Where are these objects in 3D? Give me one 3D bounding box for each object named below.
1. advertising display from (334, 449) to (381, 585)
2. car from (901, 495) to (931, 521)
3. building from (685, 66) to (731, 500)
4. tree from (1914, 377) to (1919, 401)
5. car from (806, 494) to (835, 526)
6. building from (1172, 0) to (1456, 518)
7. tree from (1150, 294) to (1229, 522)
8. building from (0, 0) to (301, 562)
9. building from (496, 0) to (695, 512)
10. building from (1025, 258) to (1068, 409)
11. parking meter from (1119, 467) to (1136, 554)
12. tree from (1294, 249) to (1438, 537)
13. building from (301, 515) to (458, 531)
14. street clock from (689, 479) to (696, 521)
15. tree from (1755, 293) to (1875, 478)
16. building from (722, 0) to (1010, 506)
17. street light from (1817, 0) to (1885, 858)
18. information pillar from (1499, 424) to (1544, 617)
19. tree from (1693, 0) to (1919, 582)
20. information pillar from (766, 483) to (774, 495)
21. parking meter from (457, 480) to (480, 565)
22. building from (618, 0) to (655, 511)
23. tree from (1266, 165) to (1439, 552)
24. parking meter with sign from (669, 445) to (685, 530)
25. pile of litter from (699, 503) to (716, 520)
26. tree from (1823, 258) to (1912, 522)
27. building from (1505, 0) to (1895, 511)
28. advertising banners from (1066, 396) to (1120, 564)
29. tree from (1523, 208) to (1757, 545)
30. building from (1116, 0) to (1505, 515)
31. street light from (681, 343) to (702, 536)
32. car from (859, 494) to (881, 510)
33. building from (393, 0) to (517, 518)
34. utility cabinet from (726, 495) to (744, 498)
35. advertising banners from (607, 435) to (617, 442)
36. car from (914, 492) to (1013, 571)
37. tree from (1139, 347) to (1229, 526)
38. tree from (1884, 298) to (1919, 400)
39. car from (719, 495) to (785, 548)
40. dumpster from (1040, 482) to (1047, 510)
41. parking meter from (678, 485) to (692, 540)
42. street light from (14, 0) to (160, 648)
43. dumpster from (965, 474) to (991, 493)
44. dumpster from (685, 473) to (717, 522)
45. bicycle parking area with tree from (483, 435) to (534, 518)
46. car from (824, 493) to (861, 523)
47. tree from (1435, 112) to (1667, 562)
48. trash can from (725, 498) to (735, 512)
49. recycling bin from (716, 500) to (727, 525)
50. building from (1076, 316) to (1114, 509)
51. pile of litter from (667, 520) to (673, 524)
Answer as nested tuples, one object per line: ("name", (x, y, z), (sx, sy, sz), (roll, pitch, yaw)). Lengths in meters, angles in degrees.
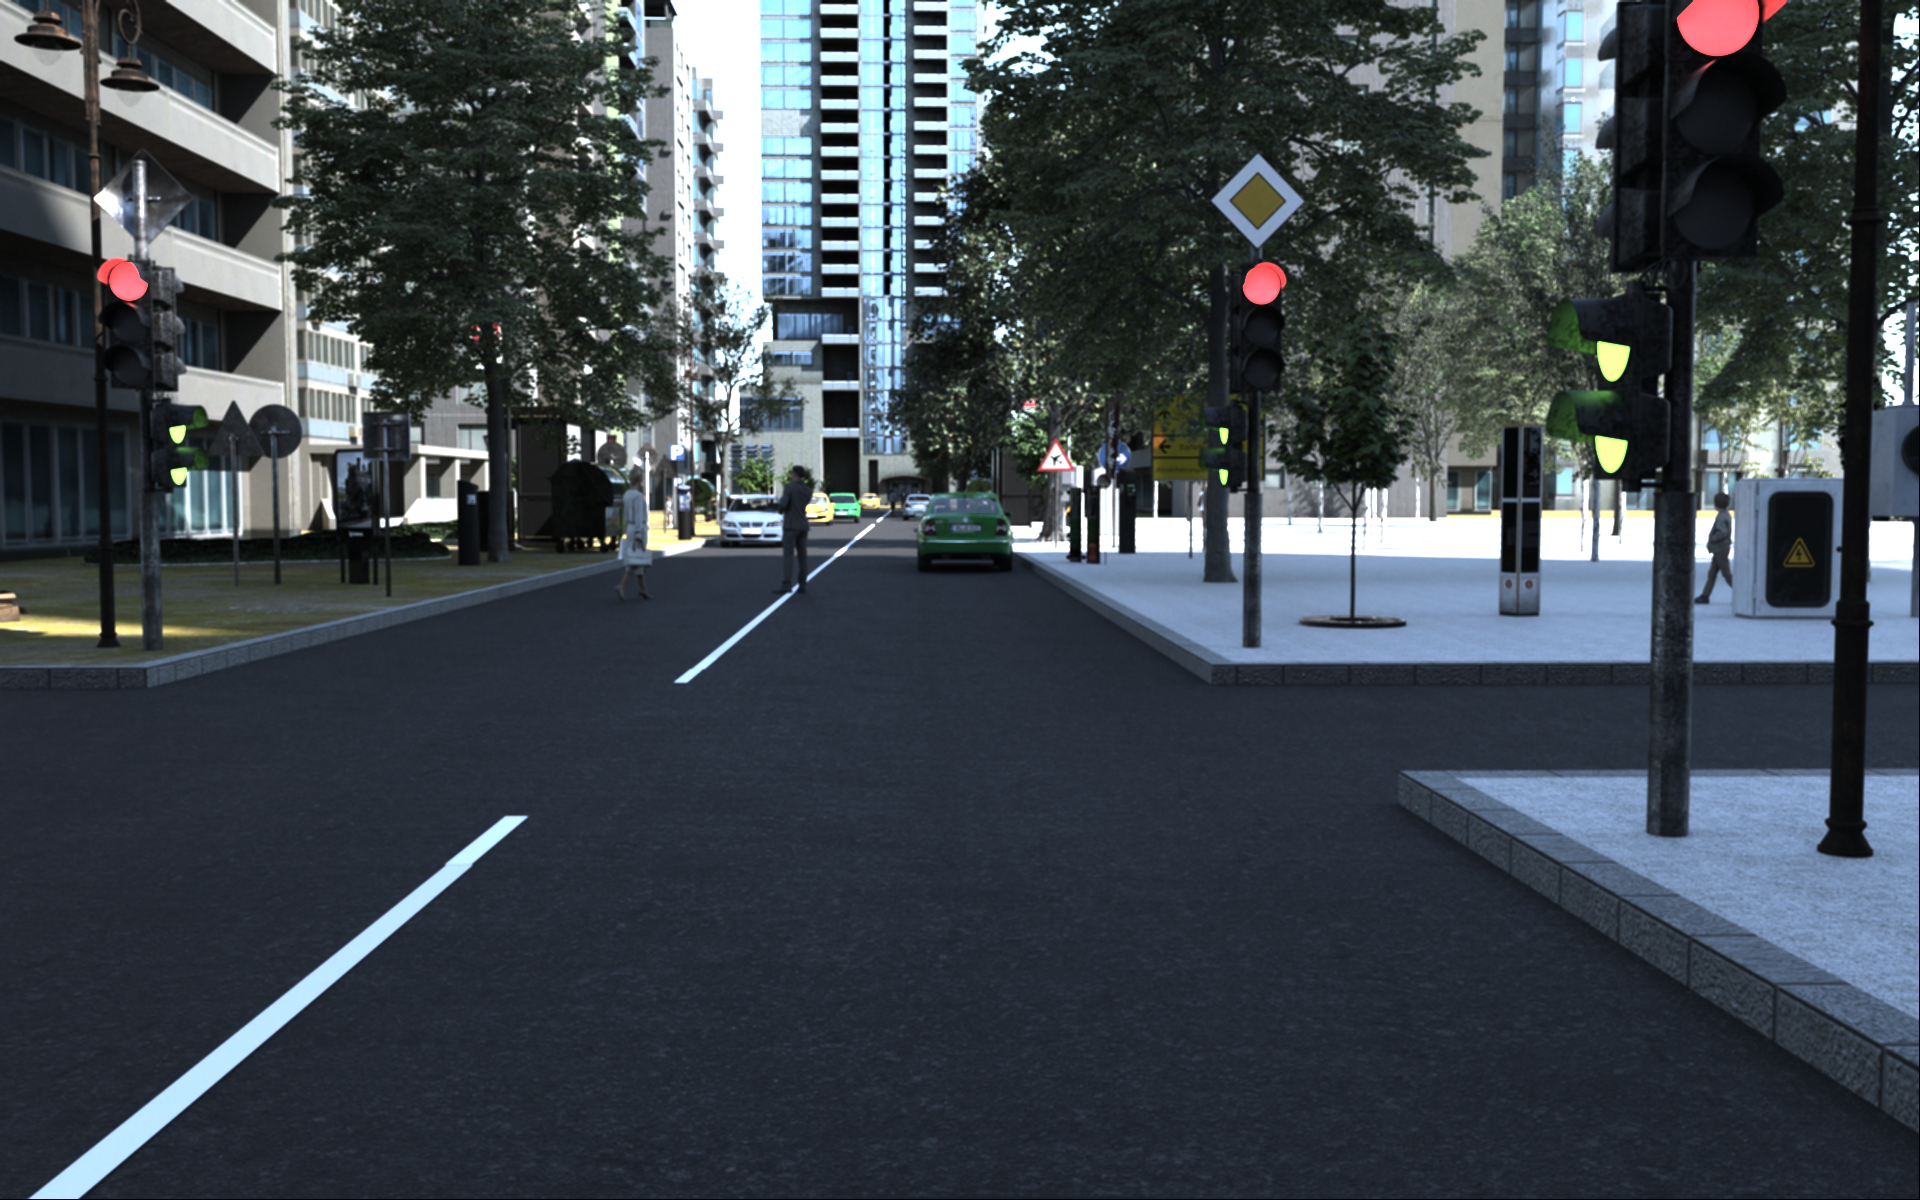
("advertising display", (-8.580, -1.190, 24.676), (0.974, 1.923, 0.123), (3, 5, 40))
("car", (-2.223, -5.081, 95.068), (2.014, 1.417, 4.499), (0, 3, 0))
("building", (-40.974, -35.098, 193.457), (30.456, 49.044, 23.786), (0, 4, -2))
("tree", (25.365, -6.408, 39.189), (8.767, 10.594, 7.601), (-2, 4, -27))
("car", (-6.753, -4.265, 79.961), (2.015, 1.641, 3.980), (0, 4, -2))
("building", (18.783, -25.292, 97.118), (14.154, 41.232, 14.086), (0, 4, -2))
("tree", (10.890, -8.896, 79.857), (7.601, 10.594, 8.767), (-2, 4, -29))
("building", (-27.811, -25.074, 33.662), (21.300, 48.544, 21.600), (0, 4, -2))
("building", (-29.969, -28.302, 146.324), (14.086, 41.232, 14.154), (0, 4, -2))
("building", (19.799, -33.049, 194.969), (28.867, 44.769, 22.147), (0, 4, -2))
("parking meter", (3.616, -1.939, 37.409), (0.255, 1.863, 0.399), (-1, 4, -21))
("tree", (12.106, -6.188, 51.542), (4.737, 8.622, 4.395), (0, 3, 0))
("building", (-35.163, -22.788, 64.461), (32.217, 40.220, 23.993), (0, 4, -2))
("street clock", (-12.572, -4.705, 81.496), (0.358, 2.002, 0.471), (-3, 4, -37))
("tree", (28.112, -6.604, 58.337), (4.737, 8.622, 4.395), (0, 3, 0))
("building", (-10.138, -53.866, 193.386), (31.000, 86.520, 22.319), (0, 4, -2))
("street light", (3.166, -2.032, 6.016), (0.468, 5.910, 1.993), (0, 4, -2))
("information pillar", (5.908, -0.841, 18.238), (0.304, 2.012, 0.304), (-1, 4, -22))
("tree", (13.549, -6.550, 25.220), (7.486, 12.596, 7.792), (0, 3, 0))
("information pillar", (-9.188, -4.860, 83.958), (0.304, 2.012, 0.304), (-2, 4, -31))
("parking meter", (-8.876, -1.398, 31.272), (0.372, 1.533, 0.369), (0, 3, 0))
("building", (-32.650, -49.235, 117.664), (22.319, 86.520, 31.000), (0, 4, -2))
("tree", (9.030, -5.360, 38.006), (4.360, 8.622, 3.978), (0, 3, 0))
("parking meter with sign", (-10.110, -4.044, 62.378), (0.543, 3.016, 1.738), (0, 4, -5))
("pile of litter", (-12.254, -4.436, 86.498), (1.719, 0.858, 1.176), (0, 4, 5))
("tree", (50.241, -11.117, 83.583), (18.604, 14.587, 13.155), (-1, 4, -13))
("building", (59.011, -32.057, 143.735), (30.456, 49.044, 23.786), (0, 4, -2))
("advertising banners", (2.456, -2.189, 31.975), (0.090, 3.025, 2.074), (-1, 4, -22))
("tree", (16.509, -5.698, 43.518), (4.737, 8.622, 4.395), (0, 3, 0))
("building", (22.251, -30.052, 115.051), (21.300, 48.544, 21.600), (0, 4, -2))
("street light", (-8.243, -4.924, 53.294), (0.468, 5.910, 1.993), (0, 4, -2))
("car", (-8.303, -9.126, 159.439), (2.015, 1.641, 3.980), (0, 4, -2))
("building", (-27.008, -25.261, 96.615), (14.154, 41.232, 14.086), (0, 4, -2))
("utility cabinet", (-9.899, -4.003, 76.604), (0.306, 1.237, 1.020), (3, 4, 37))
("advertising banners", (-11.100, -3.393, 51.666), (2.074, 3.025, 0.090), (1, 4, 23))
("car", (0.071, -1.519, 33.630), (1.959, 1.807, 4.718), (0, 4, -1))
("tree", (8.825, -6.871, 62.701), (4.360, 8.622, 3.978), (0, 3, 0))
("tree", (28.536, -6.003, 48.518), (4.360, 8.622, 3.978), (0, 3, 0))
("car", (-5.600, -2.200, 47.964), (2.014, 1.417, 4.499), (0, 4, -2))
("dumpster", (3.984, -4.060, 68.877), (1.502, 2.255, 1.985), (0, 4, -2))
("parking meter", (-7.676, -2.439, 48.287), (0.372, 1.533, 0.369), (0, 3, 0))
("street light", (-7.152, -2.543, 14.371), (0.468, 5.910, 1.993), (0, 4, -2))
("dumpster", (1.002, -5.000, 84.243), (1.502, 2.255, 1.985), (0, 4, -2))
("dumpster", (-12.120, -4.747, 80.112), (1.502, 2.255, 1.985), (0, 4, -2))
("bicycle parking area with tree", (-21.689, -5.856, 82.754), (9.016, 4.147, 8.231), (-2, 4, -25))
("car", (-5.918, -4.780, 86.946), (1.959, 1.807, 4.718), (0, 4, -3))
("tree", (11.860, -5.037, 32.712), (4.360, 8.622, 3.978), (0, 3, 0))
("trash can", (-8.771, -3.406, 67.350), (0.748, 1.137, 0.748), (0, 3, 0))
("recycling bin", (-9.773, -3.685, 72.808), (0.722, 1.027, 0.722), (2, 4, 23))
("building", (24.105, -18.110, 141.140), (27.650, 21.520, 28.899), (0, 4, -2))
("pile of litter", (-12.105, -3.724, 74.847), (1.176, 0.858, 1.719), (0, 4, 0))
